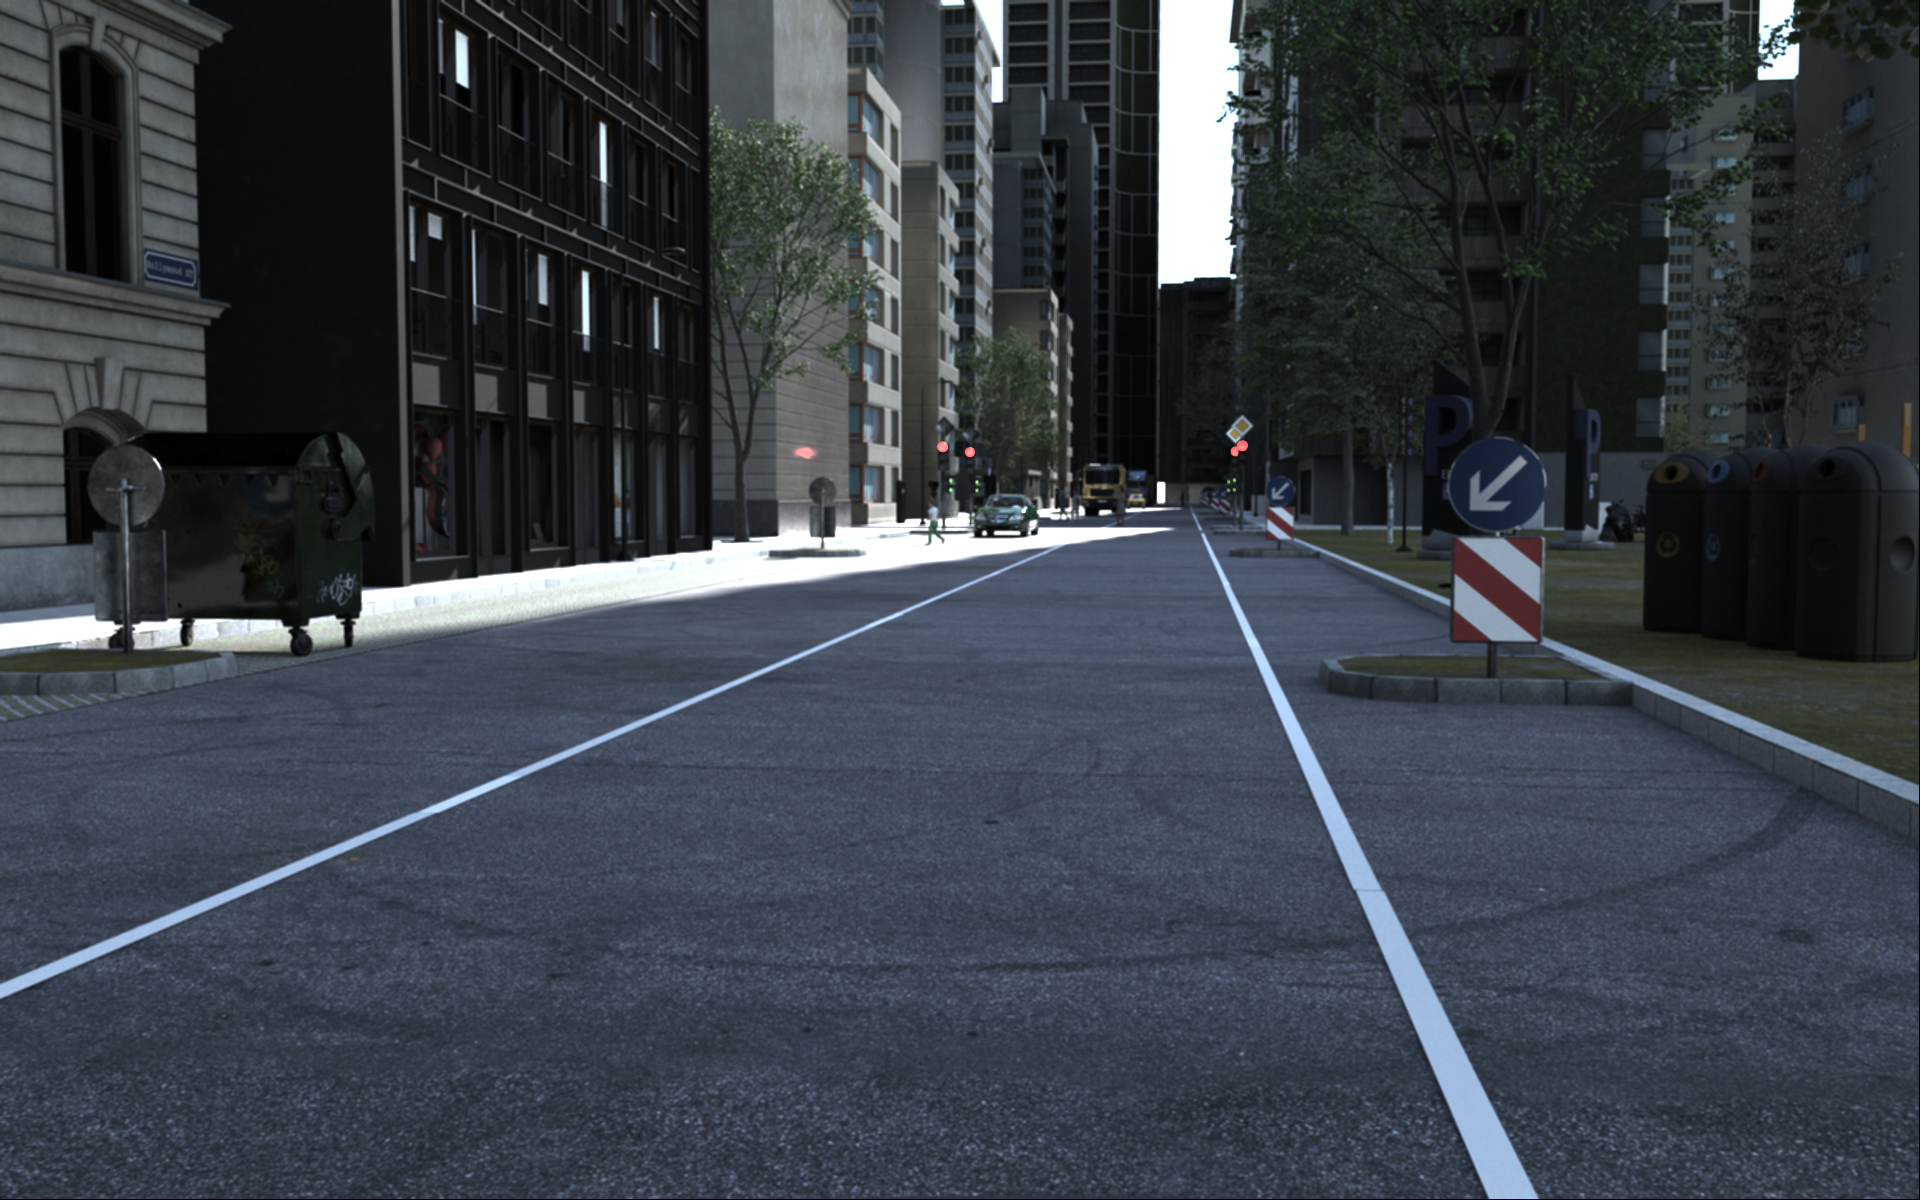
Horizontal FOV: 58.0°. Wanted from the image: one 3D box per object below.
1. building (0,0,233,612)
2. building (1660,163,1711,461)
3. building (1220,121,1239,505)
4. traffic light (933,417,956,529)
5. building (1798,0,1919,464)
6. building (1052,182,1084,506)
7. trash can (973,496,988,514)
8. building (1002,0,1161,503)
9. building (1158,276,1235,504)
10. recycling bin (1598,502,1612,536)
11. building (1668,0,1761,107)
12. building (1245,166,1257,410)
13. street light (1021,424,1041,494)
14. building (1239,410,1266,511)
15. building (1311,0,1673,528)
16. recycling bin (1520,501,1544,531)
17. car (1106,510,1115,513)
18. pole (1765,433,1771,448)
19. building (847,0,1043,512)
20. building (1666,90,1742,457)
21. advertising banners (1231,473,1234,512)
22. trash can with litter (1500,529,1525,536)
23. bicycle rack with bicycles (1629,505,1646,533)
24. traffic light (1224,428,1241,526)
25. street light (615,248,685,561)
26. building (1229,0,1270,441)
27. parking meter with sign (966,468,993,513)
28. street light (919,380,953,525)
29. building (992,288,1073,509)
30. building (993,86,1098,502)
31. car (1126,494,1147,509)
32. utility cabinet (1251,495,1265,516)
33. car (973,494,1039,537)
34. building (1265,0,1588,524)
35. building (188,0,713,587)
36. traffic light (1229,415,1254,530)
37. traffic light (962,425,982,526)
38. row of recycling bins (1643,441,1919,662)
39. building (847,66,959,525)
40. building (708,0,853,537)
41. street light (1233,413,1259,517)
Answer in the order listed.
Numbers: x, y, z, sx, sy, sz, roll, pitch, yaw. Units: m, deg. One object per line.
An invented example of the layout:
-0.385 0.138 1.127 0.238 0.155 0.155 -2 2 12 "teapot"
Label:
-17.137 -11.437 6.079 14.460 24.649 34.723 0 4 7 "building"
68.558 -30.954 197.980 23.993 40.220 32.217 0 4 7 "building"
42.710 -35.603 201.716 23.786 49.044 30.456 0 4 7 "building"
-0.567 -4.510 62.661 0.839 4.253 0.868 0 4 7 "traffic light"
46.712 -27.313 70.266 21.600 48.544 21.300 0 4 7 "building"
-2.802 -30.316 187.549 32.217 40.220 23.993 0 4 7 "building"
1.195 -5.865 107.542 0.748 1.137 0.748 0 3 0 "trash can"
16.808 -48.839 236.765 20.611 71.187 20.563 0 4 7 "building"
33.697 -28.230 233.259 14.107 30.474 14.160 0 4 7 "building"
19.756 -2.527 53.871 0.722 1.027 0.722 -2 4 -24 "recycling bin"
93.157 -48.289 227.771 20.611 71.187 20.563 0 4 7 "building"
32.329 -23.335 153.227 14.160 30.474 14.107 0 4 7 "building"
4.626 -8.676 114.401 1.470 5.913 1.316 0 4 7 "street light"
32.312 -49.668 124.740 22.319 86.520 31.000 0 4 7 "building"
20.943 -18.436 73.133 14.107 30.474 14.160 0 4 7 "building"
20.006 -2.936 60.558 0.722 1.027 0.722 1 4 14 "recycling bin"
10.990 -7.391 132.643 2.131 1.459 4.920 0 4 7 "car"
27.190 -3.946 58.362 0.158 3.312 0.155 0 3 0 "pole"
-10.458 -26.690 128.257 32.217 40.220 23.993 0 4 7 "building"
92.493 -35.237 199.825 21.600 48.544 21.300 0 4 7 "building"
19.800 -7.922 125.710 0.090 3.025 2.074 0 4 1 "advertising banners"
15.770 -2.438 50.922 2.233 1.210 1.678 -2 4 -29 "trash can with litter"
23.099 -2.671 57.061 2.925 0.926 2.852 -2 4 -35 "bicycle rack with bicycles"
10.984 -4.912 69.239 0.839 4.253 0.868 0 4 7 "traffic light"
-5.883 -3.692 32.900 1.470 5.913 1.316 0 4 7 "street light"
41.387 -35.662 172.314 28.713 52.752 27.495 0 4 7 "building"
1.253 -7.267 115.083 1.738 3.016 0.543 -1 4 -21 "parking meter with sign"
-0.989 -6.001 70.658 1.470 5.913 1.316 0 4 7 "street light"
-4.237 -19.367 161.689 27.650 21.520 28.899 0 4 7 "building"
5.709 -35.931 211.168 21.600 48.544 21.300 0 4 7 "building"
16.772 -9.455 164.816 2.015 1.641 3.980 0 4 8 "car"
17.518 -5.512 101.279 0.306 1.237 1.020 -3 5 -40 "utility cabinet"
1.611 -2.897 59.164 2.131 1.459 4.920 1 4 9 "car"
22.782 -19.375 88.489 14.160 30.474 14.107 0 4 7 "building"
-12.742 -12.357 31.712 12.332 23.373 15.834 0 4 7 "building"
9.959 -4.428 61.320 0.839 4.253 0.868 0 4 7 "traffic light"
0.458 -4.994 70.580 0.839 4.253 0.868 0 4 7 "traffic light"
6.999 -0.476 14.903 1.069 1.692 3.534 0 4 -3 "row of recycling bins"
-15.628 -14.760 86.368 27.650 21.520 28.899 0 4 7 "building"
-16.707 -15.962 58.245 25.104 27.353 12.463 0 4 7 "building"
16.349 -7.717 98.710 1.470 5.913 1.316 0 4 7 "street light"
